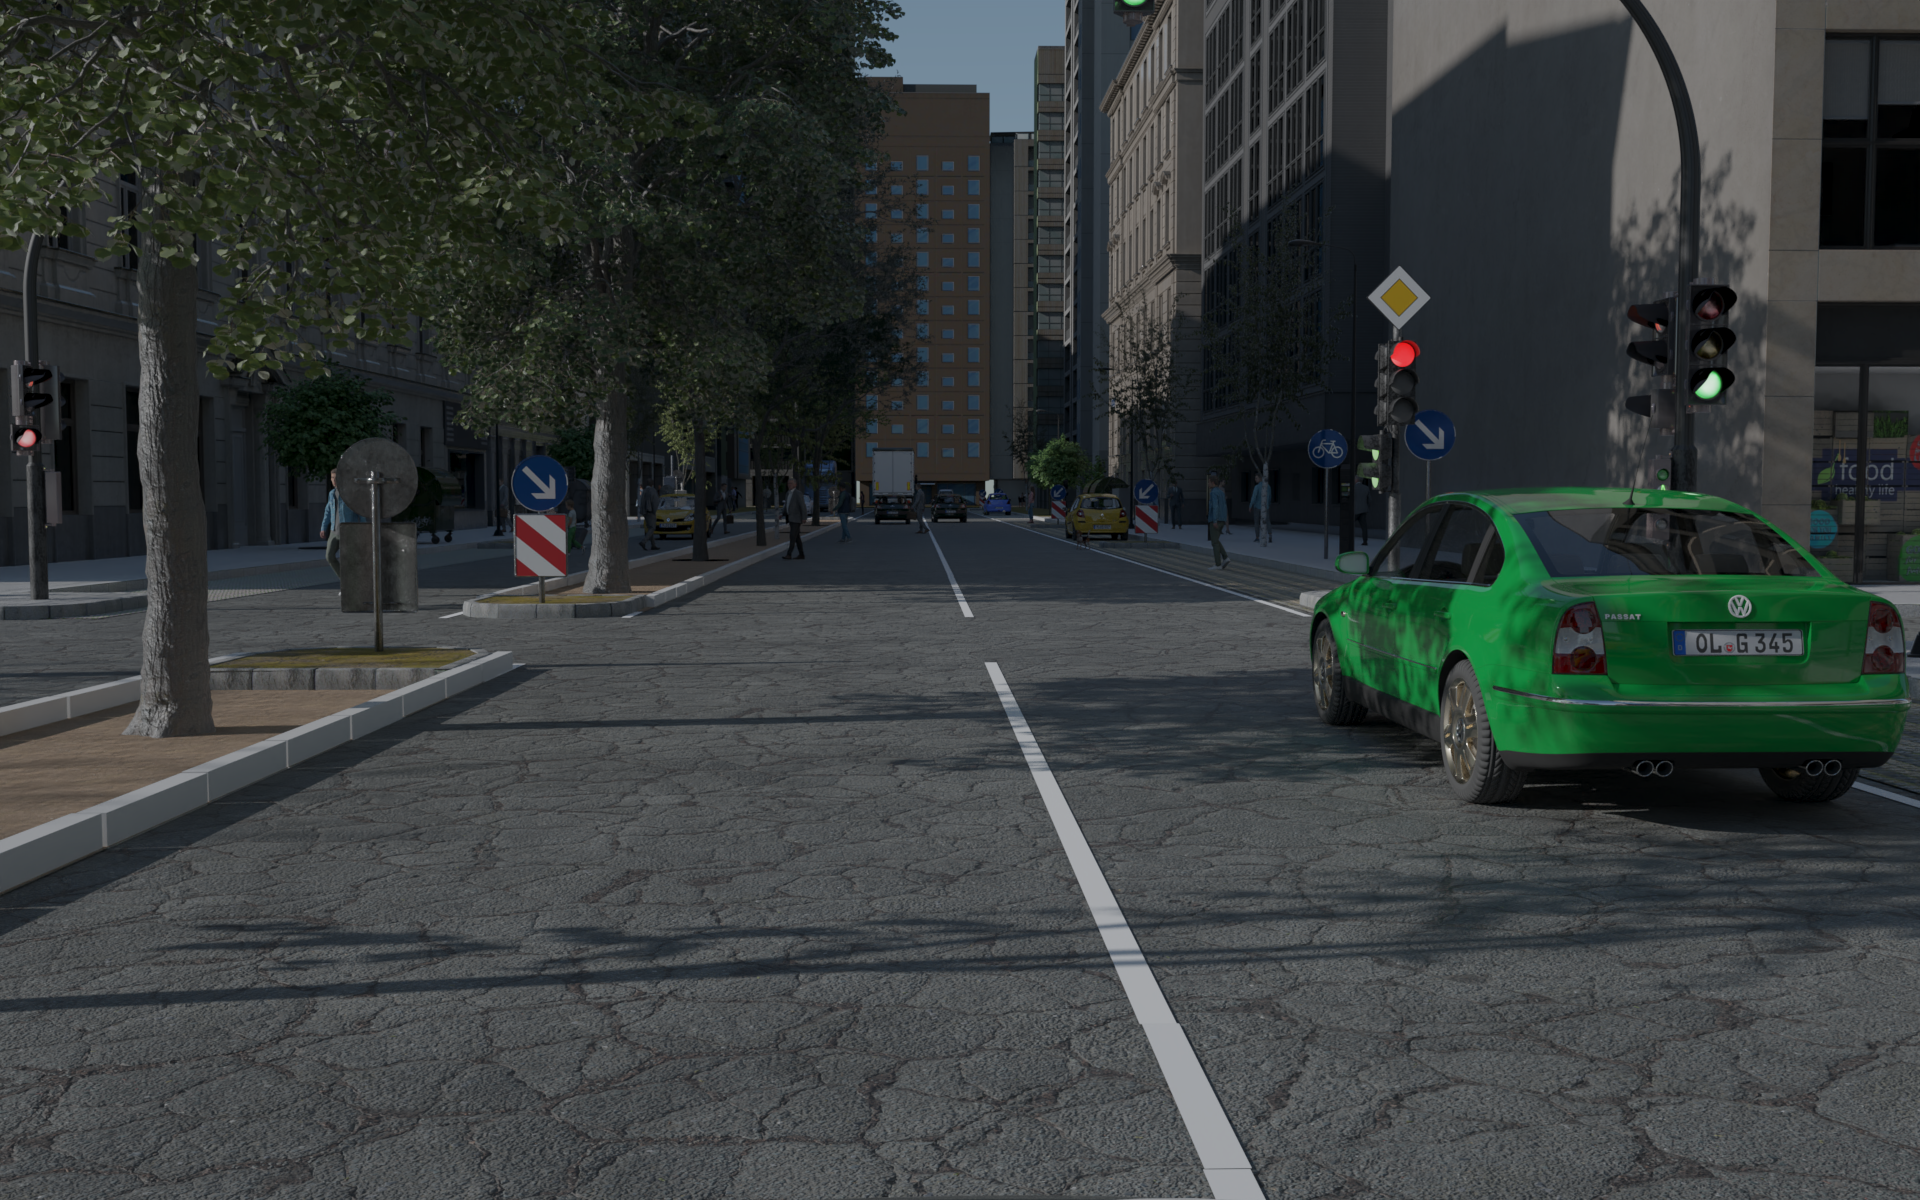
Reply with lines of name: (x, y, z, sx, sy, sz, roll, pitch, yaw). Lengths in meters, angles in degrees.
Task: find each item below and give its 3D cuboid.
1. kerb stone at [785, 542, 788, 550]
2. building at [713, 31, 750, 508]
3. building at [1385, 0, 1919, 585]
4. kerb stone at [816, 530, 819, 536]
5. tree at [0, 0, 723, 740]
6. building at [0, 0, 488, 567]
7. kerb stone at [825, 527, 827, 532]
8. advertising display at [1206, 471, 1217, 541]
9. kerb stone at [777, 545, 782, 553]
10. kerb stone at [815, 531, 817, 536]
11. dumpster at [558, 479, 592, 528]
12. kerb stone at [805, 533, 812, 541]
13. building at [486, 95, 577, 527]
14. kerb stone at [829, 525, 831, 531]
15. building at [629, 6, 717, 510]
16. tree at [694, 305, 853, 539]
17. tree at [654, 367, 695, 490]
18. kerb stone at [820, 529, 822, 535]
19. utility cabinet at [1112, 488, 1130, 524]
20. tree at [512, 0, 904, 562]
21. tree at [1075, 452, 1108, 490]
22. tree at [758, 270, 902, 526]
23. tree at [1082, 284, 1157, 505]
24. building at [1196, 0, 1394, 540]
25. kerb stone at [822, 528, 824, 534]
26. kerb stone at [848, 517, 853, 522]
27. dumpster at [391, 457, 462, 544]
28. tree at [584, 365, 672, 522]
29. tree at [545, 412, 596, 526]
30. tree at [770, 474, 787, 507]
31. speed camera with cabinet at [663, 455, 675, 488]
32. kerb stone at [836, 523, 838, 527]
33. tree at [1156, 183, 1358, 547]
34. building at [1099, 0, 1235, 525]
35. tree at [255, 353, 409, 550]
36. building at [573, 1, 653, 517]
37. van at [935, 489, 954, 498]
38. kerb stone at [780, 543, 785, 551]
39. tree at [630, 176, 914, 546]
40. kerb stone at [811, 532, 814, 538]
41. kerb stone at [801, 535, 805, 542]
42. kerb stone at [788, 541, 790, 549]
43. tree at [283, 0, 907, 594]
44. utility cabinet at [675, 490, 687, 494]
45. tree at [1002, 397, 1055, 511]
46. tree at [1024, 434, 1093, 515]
kerb stone: (-4.519, -1.324, 43.849, 0.120, 0.150, 1.000, 0, 4, -2)
building: (-27.399, -31.248, 161.021, 14.200, 45.320, 14.600, 0, 4, -2)
building: (27.920, -14.004, 33.485, 34.151, 26.468, 19.350, 0, 4, -2)
kerb stone: (-4.912, -2.199, 58.183, 0.120, 0.150, 1.000, 0, 4, -2)
tree: (-4.799, -5.492, 10.382, 7.486, 12.596, 7.792, 0, 3, 0)
building: (-25.131, -16.426, 44.972, 17.030, 29.872, 44.131, 0, 4, -2)
kerb stone: (-5.055, -2.514, 63.298, 0.120, 0.150, 1.000, 0, 4, -2)
advertising display: (6.962, -2.611, 47.900, 0.123, 1.923, 0.974, 1, 4, 18)
kerb stone: (-4.459, -1.199, 41.800, 0.120, 0.150, 1.000, 0, 4, -2)
kerb stone: (-4.893, -2.139, 57.160, 0.120, 0.150, 1.000, 0, 4, -2)
dumpster: (-14.570, -3.669, 65.744, 1.264, 1.857, 1.865, 0, 4, -2)
kerb stone: (-4.800, -1.949, 54.091, 0.120, 0.150, 1.000, 0, 4, -2)
building: (-23.345, -13.902, 76.445, 9.793, 20.994, 18.267, 0, 4, -2)
kerb stone: (-5.138, -2.702, 66.372, 0.120, 0.150, 1.000, 0, 4, -2)
building: (-29.831, -30.762, 126.656, 21.300, 48.544, 21.600, 0, 4, -2)
tree: (-5.735, -6.202, 54.224, 4.737, 8.622, 4.395, 0, 3, 0)
tree: (-15.267, -8.905, 95.956, 4.737, 8.622, 4.395, 0, 3, 0)
kerb stone: (-4.973, -2.326, 60.232, 0.120, 0.150, 1.000, 0, 4, -2)
utility cabinet: (6.144, -3.515, 66.157, 0.318, 1.500, 1.173, 2, 4, 26)
tree: (-5.480, -7.549, 36.260, 12.009, 13.543, 11.850, 0, 3, 0)
tree: (6.292, -5.118, 78.277, 1.663, 3.219, 1.824, 0, 3, 0)
tree: (-6.316, -9.083, 76.724, 9.928, 11.665, 9.643, 0, 3, 0)
tree: (6.499, -6.695, 59.825, 4.360, 8.622, 3.978, 0, 3, 0)
building: (16.969, -16.216, 58.640, 14.314, 27.812, 24.014, 0, 4, -2)
kerb stone: (-5.000, -2.389, 61.254, 0.120, 0.150, 1.000, 0, 4, -2)
kerb stone: (-5.933, -4.453, 95.060, 0.120, 0.150, 1.000, 0, 4, -2)
dumpster: (-13.931, -2.598, 44.975, 1.502, 2.255, 1.985, 0, 4, -1)
tree: (-15.117, -7.946, 80.285, 4.360, 8.622, 3.978, 0, 3, 0)
tree: (-14.938, -5.227, 69.172, 4.285, 4.588, 4.351, 0, 3, 0)
tree: (-17.749, -10.656, 168.823, 1.663, 3.219, 1.824, 0, 3, 0)
speed camera with cabinet: (-15.051, -5.819, 89.470, 0.660, 3.252, 2.038, -1, 4, -9)
kerb stone: (-5.310, -3.075, 72.513, 0.120, 0.150, 1.000, 0, 4, -2)
tree: (7.458, -5.605, 42.008, 4.360, 8.622, 3.978, 0, 3, 0)
building: (14.172, -17.506, 83.480, 12.463, 27.353, 25.104, 0, 4, -2)
tree: (-14.732, -3.483, 40.657, 4.285, 4.588, 4.351, 0, 3, 0)
building: (-29.096, -40.765, 104.760, 20.563, 71.187, 20.611, 0, 4, -2)
van: (-1.253, -9.161, 156.790, 2.013, 2.044, 4.112, 0, 4, 0)
kerb stone: (-4.487, -1.262, 42.822, 0.120, 0.150, 1.000, 0, 4, -2)
tree: (-5.440, -6.773, 47.612, 8.767, 10.594, 7.601, 0, 4, -2)
kerb stone: (-4.831, -2.011, 55.114, 0.120, 0.150, 1.000, 0, 4, -2)
kerb stone: (-4.717, -1.761, 51.009, 0.120, 0.150, 1.000, 0, 4, -2)
kerb stone: (-4.547, -1.387, 44.871, 0.120, 0.150, 1.000, 0, 4, -2)
tree: (-5.108, -7.072, 24.733, 9.857, 13.997, 8.962, 0, 3, 0)
utility cabinet: (-15.430, -5.276, 94.934, 0.318, 1.500, 1.173, 2, 4, 27)
tree: (5.113, -11.057, 131.147, 4.360, 8.622, 3.978, 0, 3, 0)
tree: (5.526, -6.626, 92.044, 4.285, 4.588, 4.351, 0, 3, 0)
